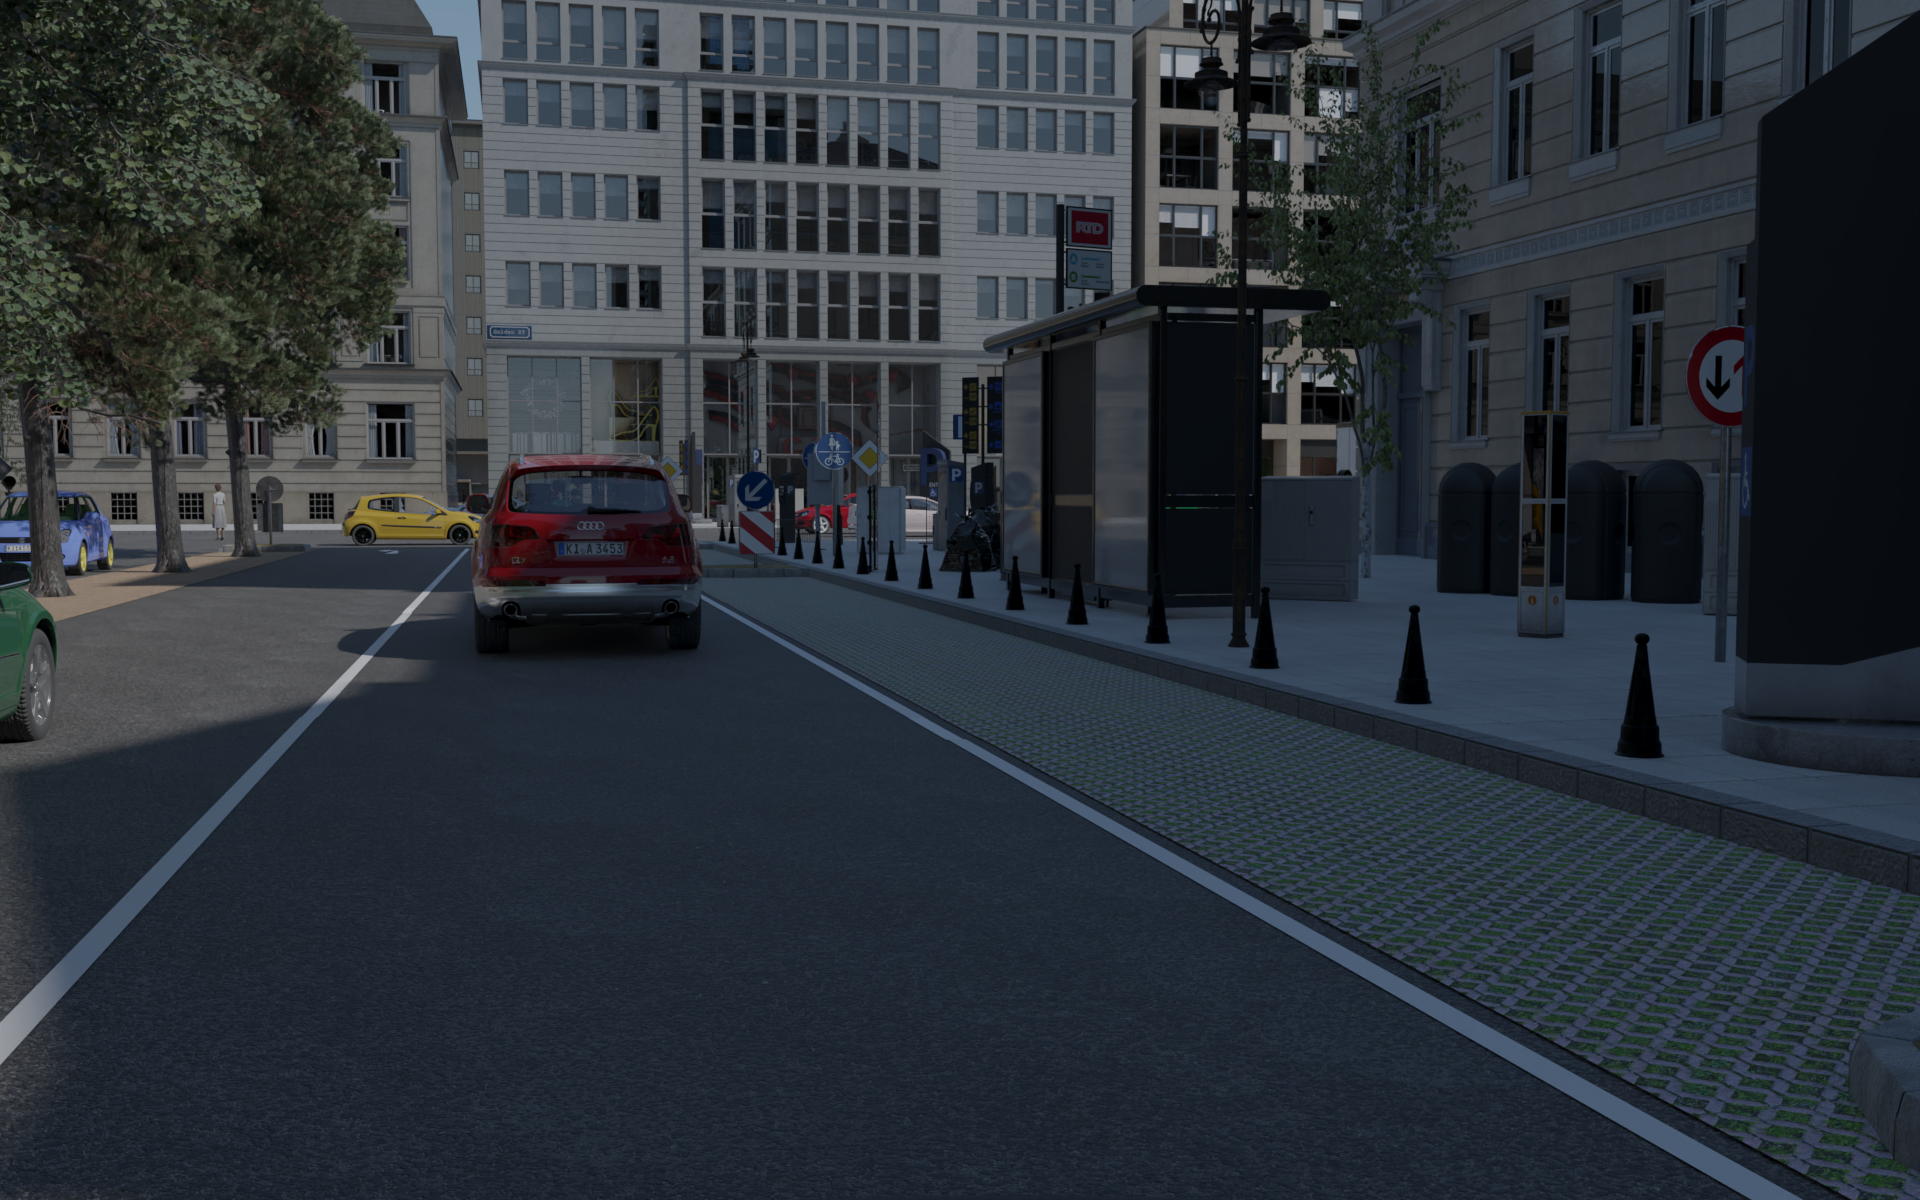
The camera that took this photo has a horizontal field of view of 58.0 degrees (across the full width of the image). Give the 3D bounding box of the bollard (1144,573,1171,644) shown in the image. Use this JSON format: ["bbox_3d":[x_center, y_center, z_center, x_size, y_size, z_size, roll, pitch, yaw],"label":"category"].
[{"bbox_3d":[1.702,0.069,14.910,0.229,0.601,0.229,0,3,0],"label":"bollard"}]

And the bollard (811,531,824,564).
[{"bbox_3d":[-2.630,-0.974,31.961,0.229,0.601,0.229,0,3,0],"label":"bollard"}]

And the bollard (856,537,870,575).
[{"bbox_3d":[-1.552,-0.713,27.702,0.229,0.601,0.229,0,3,0],"label":"bollard"}]

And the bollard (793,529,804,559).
[{"bbox_3d":[-3.176,-1.104,34.089,0.229,0.601,0.229,0,3,0],"label":"bollard"}]

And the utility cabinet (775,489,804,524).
[{"bbox_3d":[-7.185,-3.927,72.890,1.173,1.500,0.318,-1,4,-12],"label":"utility cabinet"}]

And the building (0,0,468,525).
[{"bbox_3d":[-37.922,-14.985,78.297,30.059,22.955,16.112,-1,4,-14],"label":"building"}]

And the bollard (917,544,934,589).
[{"bbox_3d":[-0.470,-0.452,23.440,0.229,0.601,0.229,0,3,0],"label":"bollard"}]

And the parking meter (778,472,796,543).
[{"bbox_3d":[-4.528,-2.423,45.332,0.399,1.863,0.255,-3,5,-43],"label":"parking meter"}]

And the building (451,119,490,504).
[{"bbox_3d":[-67.463,-39.894,241.511,27.495,52.752,28.713,-1,4,-14],"label":"building"}]

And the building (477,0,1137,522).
[{"bbox_3d":[-7.524,-18.700,83.233,29.804,29.767,11.434,-1,4,-14],"label":"building"}]

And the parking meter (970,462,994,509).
[{"bbox_3d":[0.403,-1.604,31.934,0.399,1.863,0.255,3,4,36],"label":"parking meter"}]

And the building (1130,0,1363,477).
[{"bbox_3d":[22.867,-17.791,95.391,34.151,26.468,19.350,-1,4,-14],"label":"building"}]

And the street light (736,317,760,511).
[{"bbox_3d":[-5.561,-4.445,45.458,0.468,5.910,1.993,-1,4,-14],"label":"street light"}]

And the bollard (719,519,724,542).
[{"bbox_3d":[-6.435,-1.888,46.910,0.229,0.601,0.229,0,3,0],"label":"bollard"}]

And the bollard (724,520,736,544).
[{"bbox_3d":[-5.896,-1.757,44.774,0.229,0.601,0.229,0,3,0],"label":"bollard"}]

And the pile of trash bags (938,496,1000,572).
[{"bbox_3d":[1.097,-1.228,29.827,1.912,1.369,3.447,2,4,26],"label":"pile of trash bags"}]

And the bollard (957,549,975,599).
[{"bbox_3d":[0.074,-0.322,21.313,0.229,0.601,0.229,0,3,0],"label":"bollard"}]

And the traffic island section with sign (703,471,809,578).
[{"bbox_3d":[-3.783,-1.331,30.383,1.989,1.847,2.006,-1,4,-14],"label":"traffic island section with sign"}]

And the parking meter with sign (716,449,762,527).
[{"bbox_3d":[-8.576,-4.332,67.090,1.738,3.016,0.543,-3,4,-36],"label":"parking meter with sign"}]

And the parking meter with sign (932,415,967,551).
[{"bbox_3d":[-0.183,-2.606,38.869,0.543,3.016,1.738,-1,4,-21],"label":"parking meter with sign"}]

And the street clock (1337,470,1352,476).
[{"bbox_3d":[11.365,-2.853,51.223,0.471,2.002,0.358,-3,5,-41],"label":"street clock"}]

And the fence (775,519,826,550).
[{"bbox_3d":[-3.819,-1.541,40.572,0.278,0.683,2.069,-3,4,-38],"label":"fence"}]

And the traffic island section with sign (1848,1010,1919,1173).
[{"bbox_3d":[3.062,0.315,3.479,1.989,1.847,2.006,-1,4,-14],"label":"traffic island section with sign"}]

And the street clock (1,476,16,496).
[{"bbox_3d":[-37.387,-3.887,68.119,0.358,2.002,0.471,3,5,41],"label":"street clock"}]

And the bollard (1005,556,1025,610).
[{"bbox_3d":[0.611,-0.192,19.185,0.229,0.601,0.229,0,3,0],"label":"bollard"}]

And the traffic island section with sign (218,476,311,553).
[{"bbox_3d":[-17.377,-2.157,43.399,2.006,1.907,1.989,-1,4,-14],"label":"traffic island section with sign"}]

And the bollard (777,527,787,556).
[{"bbox_3d":[-3.720,-1.234,36.217,0.229,0.601,0.229,0,3,0],"label":"bollard"}]

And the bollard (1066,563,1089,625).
[{"bbox_3d":[1.156,-0.062,17.057,0.229,0.601,0.229,0,3,0],"label":"bollard"}]

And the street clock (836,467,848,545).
[{"bbox_3d":[-3.057,-2.383,43.540,0.471,2.002,0.358,1,4,13],"label":"street clock"}]

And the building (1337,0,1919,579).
[{"bbox_3d":[16.834,-14.849,28.684,13.634,28.700,20.117,-1,4,-14],"label":"building"}]

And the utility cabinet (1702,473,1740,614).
[{"bbox_3d":[8.438,-0.579,18.139,1.173,1.500,0.318,2,4,26],"label":"utility cabinet"}]

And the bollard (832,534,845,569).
[{"bbox_3d":[-2.092,-0.844,29.833,0.229,0.601,0.229,0,3,0],"label":"bollard"}]

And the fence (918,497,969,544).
[{"bbox_3d":[-0.044,-2.001,43.924,2.264,1.192,0.480,3,4,39],"label":"fence"}]

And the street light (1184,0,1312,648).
[{"bbox_3d":[2.341,-2.543,14.369,0.468,5.910,1.993,-1,4,-14],"label":"street light"}]

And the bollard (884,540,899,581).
[{"bbox_3d":[-1.010,-0.583,25.569,0.229,0.601,0.229,0,3,0],"label":"bollard"}]

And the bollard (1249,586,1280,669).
[{"bbox_3d":[2.249,0.200,12.773,0.229,0.601,0.229,0,3,0],"label":"bollard"}]

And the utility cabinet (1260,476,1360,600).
[{"bbox_3d":[4.207,-0.751,20.958,1.173,1.500,0.318,2,4,31],"label":"utility cabinet"}]
